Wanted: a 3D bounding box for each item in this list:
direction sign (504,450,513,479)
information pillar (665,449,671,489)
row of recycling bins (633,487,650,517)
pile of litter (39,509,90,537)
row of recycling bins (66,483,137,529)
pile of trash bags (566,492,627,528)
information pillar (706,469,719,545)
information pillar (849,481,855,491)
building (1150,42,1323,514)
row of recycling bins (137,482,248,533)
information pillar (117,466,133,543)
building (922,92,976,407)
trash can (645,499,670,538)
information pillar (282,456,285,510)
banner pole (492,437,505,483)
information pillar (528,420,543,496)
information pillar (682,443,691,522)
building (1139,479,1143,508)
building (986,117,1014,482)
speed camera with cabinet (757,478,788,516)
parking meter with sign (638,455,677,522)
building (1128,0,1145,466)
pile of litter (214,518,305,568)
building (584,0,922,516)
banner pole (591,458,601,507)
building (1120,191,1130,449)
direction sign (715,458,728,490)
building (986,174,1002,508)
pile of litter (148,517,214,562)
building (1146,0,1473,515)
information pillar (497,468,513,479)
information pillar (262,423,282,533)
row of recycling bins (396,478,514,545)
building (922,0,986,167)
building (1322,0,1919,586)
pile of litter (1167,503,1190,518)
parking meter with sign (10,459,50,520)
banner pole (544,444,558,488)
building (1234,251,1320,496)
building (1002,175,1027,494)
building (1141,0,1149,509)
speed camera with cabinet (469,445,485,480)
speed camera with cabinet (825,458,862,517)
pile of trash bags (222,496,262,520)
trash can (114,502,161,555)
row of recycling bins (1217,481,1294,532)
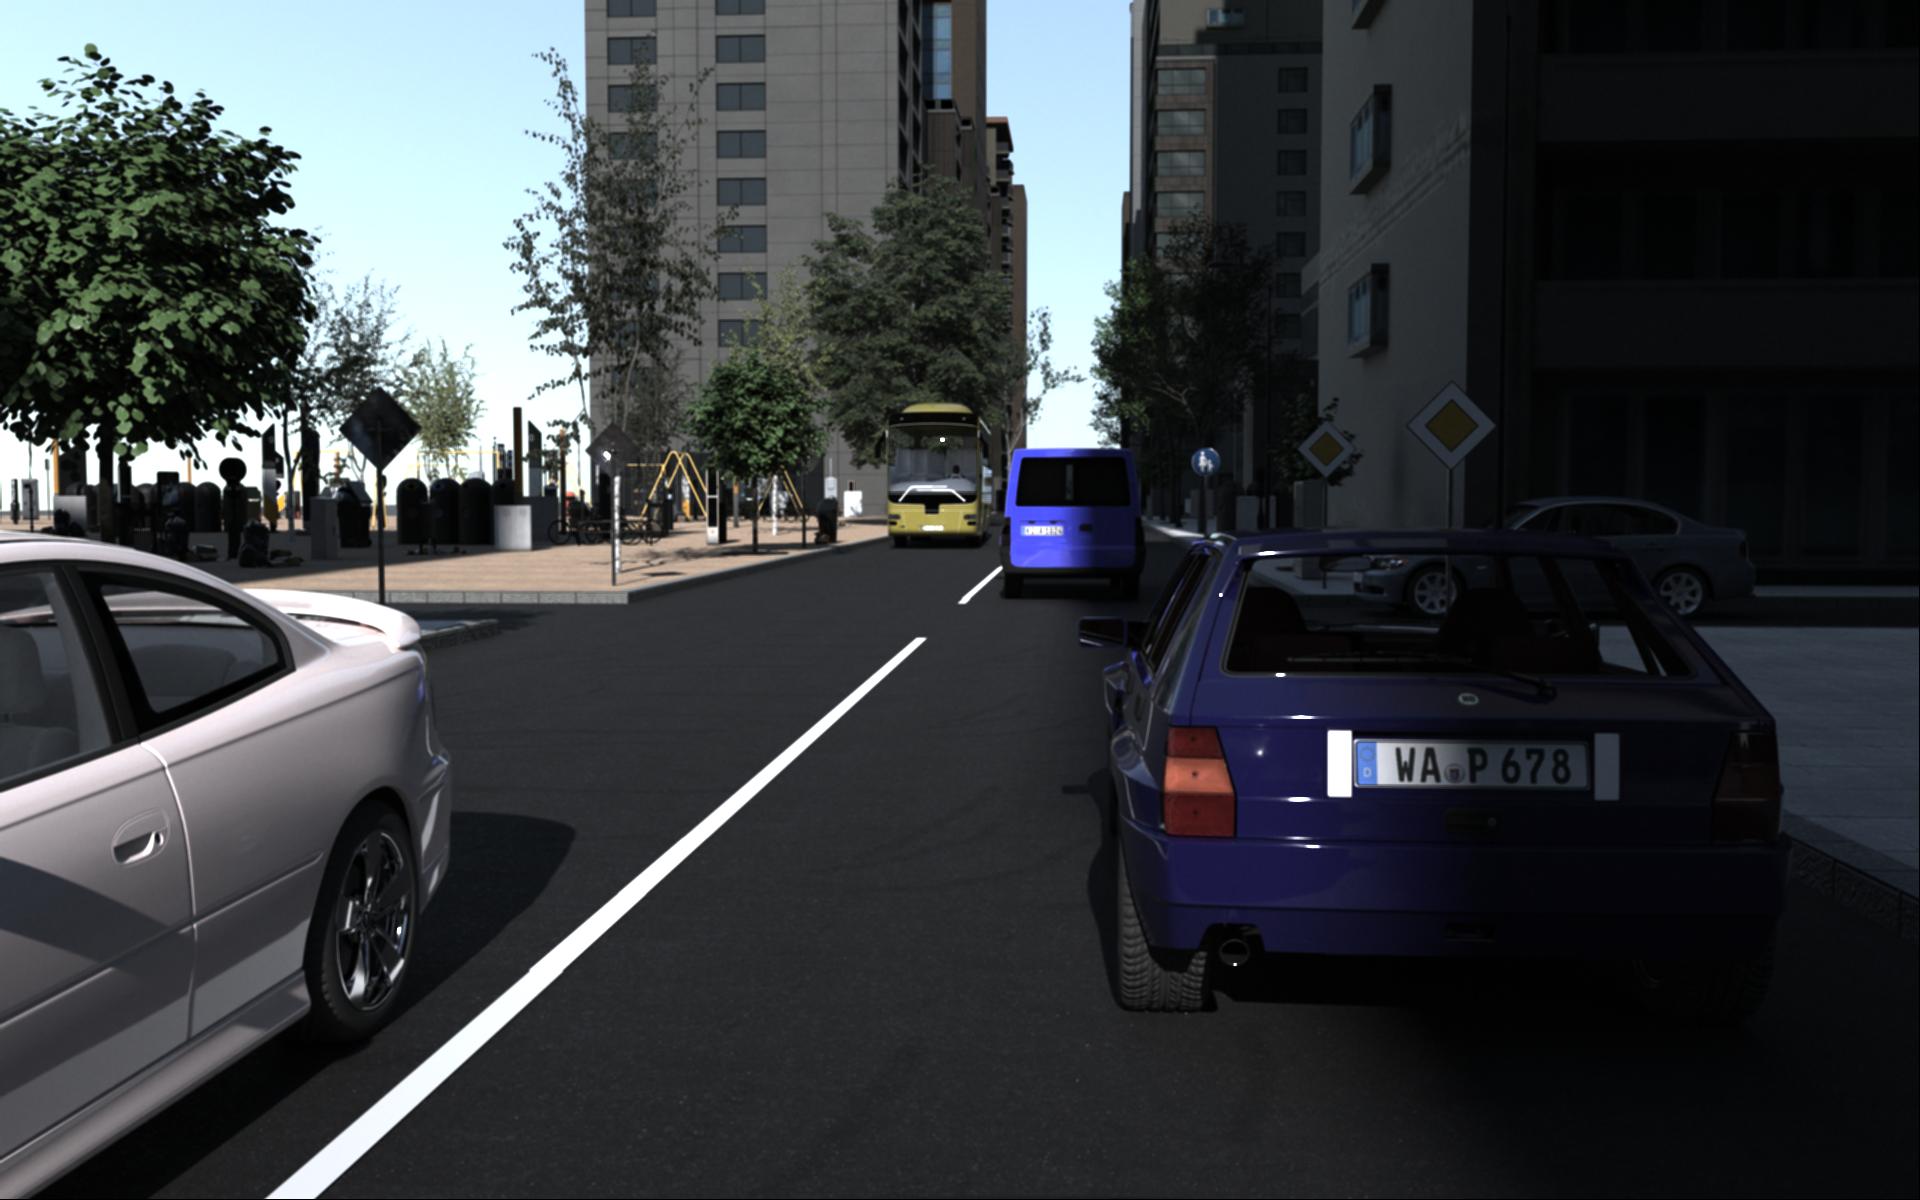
[{"bbox_3d":[-23.344,-5.948,89.241,0.876,3.537,0.379,2,4,33],"label":"direction sign"},{"bbox_3d":[-14.341,-5.733,85.081,0.183,3.616,0.504,1,4,12],"label":"information pillar"},{"bbox_3d":[-17.562,-5.543,97.740,1.069,1.692,3.534,-2,4,-27],"label":"row of recycling bins"},{"bbox_3d":[-26.985,-2.316,51.825,1.719,0.858,1.176,-2,4,-29],"label":"pile of litter"},{"bbox_3d":[-31.217,-3.480,64.003,1.069,1.692,3.534,2,4,30],"label":"row of recycling bins"},{"bbox_3d":[-14.413,-3.508,67.112,1.912,1.369,3.447,-3,5,-44],"label":"pile of trash bags"},{"bbox_3d":[-6.236,-2.391,43.585,0.304,2.012,0.304,-1,4,-11],"label":"information pillar"},{"bbox_3d":[-6.027,-5.634,96.609,0.304,2.012,0.304,1,4,13],"label":"information pillar"},{"bbox_3d":[19.680,-20.986,114.820,14.160,30.474,14.107,0,4,4],"label":"building"},{"bbox_3d":[-25.655,-3.132,58.328,3.534,1.692,1.069,1,4,9],"label":"row of recycling bins"},{"bbox_3d":[-21.704,-2.480,45.033,0.304,2.012,0.304,-2,4,-35],"label":"information pillar"},{"bbox_3d":[-6.249,-21.757,127.428,14.160,30.474,14.107,0,4,4],"label":"building"},{"bbox_3d":[-8.833,-2.384,50.633,0.748,1.137,0.748,0,3,0],"label":"trash can"},{"bbox_3d":[-35.904,-6.115,91.340,0.504,3.616,0.183,0,4,-4],"label":"information pillar"},{"bbox_3d":[-20.138,-5.238,75.651,0.401,3.779,0.863,2,4,25],"label":"banner pole"},{"bbox_3d":[-13.464,-3.885,54.880,0.504,3.616,0.183,2,4,25],"label":"information pillar"},{"bbox_3d":[-12.495,-5.358,78.959,0.183,3.616,0.504,-3,5,-42],"label":"information pillar"},{"bbox_3d":[24.118,-29.389,164.105,14.154,41.232,14.086,0,4,4],"label":"building"},{"bbox_3d":[-5.166,-33.240,198.099,22.147,44.769,28.867,0,4,4],"label":"building"},{"bbox_3d":[-10.875,-6.439,99.609,2.038,3.252,0.660,-2,4,-31],"label":"speed camera with cabinet"},{"bbox_3d":[-13.654,-5.014,78.233,1.738,3.016,0.543,-1,4,-10],"label":"parking meter with sign"},{"bbox_3d":[29.756,-40.030,196.493,21.231,58.520,28.212,0,4,4],"label":"building"},{"bbox_3d":[-12.253,-1.032,30.830,1.176,0.858,1.719,0,4,2],"label":"pile of litter"},{"bbox_3d":[-10.797,-41.033,109.141,20.563,71.187,20.611,0,4,4],"label":"building"},{"bbox_3d":[-18.660,-6.032,88.634,0.863,3.779,0.401,2,4,33],"label":"banner pole"},{"bbox_3d":[30.160,-36.611,248.700,14.600,45.320,14.200,0,4,4],"label":"building"},{"bbox_3d":[-13.179,-6.319,95.319,0.876,3.537,0.379,0,4,5],"label":"direction sign"},{"bbox_3d":[-3.555,-23.498,155.901,14.160,30.474,14.107,0,4,4],"label":"building"},{"bbox_3d":[-14.654,-1.158,32.901,1.176,0.858,1.719,3,5,40],"label":"pile of litter"},{"bbox_3d":[25.392,-31.072,131.725,21.300,48.544,21.600,0,4,4],"label":"building"},{"bbox_3d":[-12.946,-2.742,49.321,0.304,2.012,0.304,2,4,31],"label":"information pillar"},{"bbox_3d":[-22.692,-4.011,56.932,0.183,3.616,0.504,2,4,29],"label":"information pillar"},{"bbox_3d":[-12.786,-2.270,44.231,3.534,1.692,1.069,1,4,16],"label":"row of recycling bins"},{"bbox_3d":[-5.150,-30.048,141.398,14.600,45.320,14.200,0,4,4],"label":"building"},{"bbox_3d":[18.093,-24.972,31.991,21.600,48.544,21.300,0,4,4],"label":"building"},{"bbox_3d":[11.669,-4.727,91.256,1.719,0.858,1.176,0,4,7],"label":"pile of litter"},{"bbox_3d":[-45.808,-5.446,85.298,1.738,3.016,0.543,-1,4,-14],"label":"parking meter with sign"},{"bbox_3d":[-20.463,-5.901,86.492,0.863,3.779,0.401,-1,4,-22],"label":"banner pole"},{"bbox_3d":[24.860,-46.632,75.110,22.319,86.520,31.000,0,4,4],"label":"building"},{"bbox_3d":[2.317,-36.339,244.248,14.600,45.320,14.200,0,4,4],"label":"building"},{"bbox_3d":[22.783,-30.570,149.923,14.600,45.320,14.200,0,4,4],"label":"building"},{"bbox_3d":[-19.588,-4.643,70.246,0.660,3.252,2.038,-1,4,-13],"label":"speed camera with cabinet"},{"bbox_3d":[-6.448,-6.201,95.717,2.038,3.252,0.660,0,4,-5],"label":"speed camera with cabinet"},{"bbox_3d":[-36.563,-4.676,86.198,3.447,1.369,1.912,-2,4,-29],"label":"pile of trash bags"},{"bbox_3d":[-14.278,-1.127,30.080,0.748,1.137,0.748,0,3,0],"label":"trash can"},{"bbox_3d":[9.995,-2.965,55.592,3.534,1.692,1.069,-1,4,-13],"label":"row of recycling bins"}]
